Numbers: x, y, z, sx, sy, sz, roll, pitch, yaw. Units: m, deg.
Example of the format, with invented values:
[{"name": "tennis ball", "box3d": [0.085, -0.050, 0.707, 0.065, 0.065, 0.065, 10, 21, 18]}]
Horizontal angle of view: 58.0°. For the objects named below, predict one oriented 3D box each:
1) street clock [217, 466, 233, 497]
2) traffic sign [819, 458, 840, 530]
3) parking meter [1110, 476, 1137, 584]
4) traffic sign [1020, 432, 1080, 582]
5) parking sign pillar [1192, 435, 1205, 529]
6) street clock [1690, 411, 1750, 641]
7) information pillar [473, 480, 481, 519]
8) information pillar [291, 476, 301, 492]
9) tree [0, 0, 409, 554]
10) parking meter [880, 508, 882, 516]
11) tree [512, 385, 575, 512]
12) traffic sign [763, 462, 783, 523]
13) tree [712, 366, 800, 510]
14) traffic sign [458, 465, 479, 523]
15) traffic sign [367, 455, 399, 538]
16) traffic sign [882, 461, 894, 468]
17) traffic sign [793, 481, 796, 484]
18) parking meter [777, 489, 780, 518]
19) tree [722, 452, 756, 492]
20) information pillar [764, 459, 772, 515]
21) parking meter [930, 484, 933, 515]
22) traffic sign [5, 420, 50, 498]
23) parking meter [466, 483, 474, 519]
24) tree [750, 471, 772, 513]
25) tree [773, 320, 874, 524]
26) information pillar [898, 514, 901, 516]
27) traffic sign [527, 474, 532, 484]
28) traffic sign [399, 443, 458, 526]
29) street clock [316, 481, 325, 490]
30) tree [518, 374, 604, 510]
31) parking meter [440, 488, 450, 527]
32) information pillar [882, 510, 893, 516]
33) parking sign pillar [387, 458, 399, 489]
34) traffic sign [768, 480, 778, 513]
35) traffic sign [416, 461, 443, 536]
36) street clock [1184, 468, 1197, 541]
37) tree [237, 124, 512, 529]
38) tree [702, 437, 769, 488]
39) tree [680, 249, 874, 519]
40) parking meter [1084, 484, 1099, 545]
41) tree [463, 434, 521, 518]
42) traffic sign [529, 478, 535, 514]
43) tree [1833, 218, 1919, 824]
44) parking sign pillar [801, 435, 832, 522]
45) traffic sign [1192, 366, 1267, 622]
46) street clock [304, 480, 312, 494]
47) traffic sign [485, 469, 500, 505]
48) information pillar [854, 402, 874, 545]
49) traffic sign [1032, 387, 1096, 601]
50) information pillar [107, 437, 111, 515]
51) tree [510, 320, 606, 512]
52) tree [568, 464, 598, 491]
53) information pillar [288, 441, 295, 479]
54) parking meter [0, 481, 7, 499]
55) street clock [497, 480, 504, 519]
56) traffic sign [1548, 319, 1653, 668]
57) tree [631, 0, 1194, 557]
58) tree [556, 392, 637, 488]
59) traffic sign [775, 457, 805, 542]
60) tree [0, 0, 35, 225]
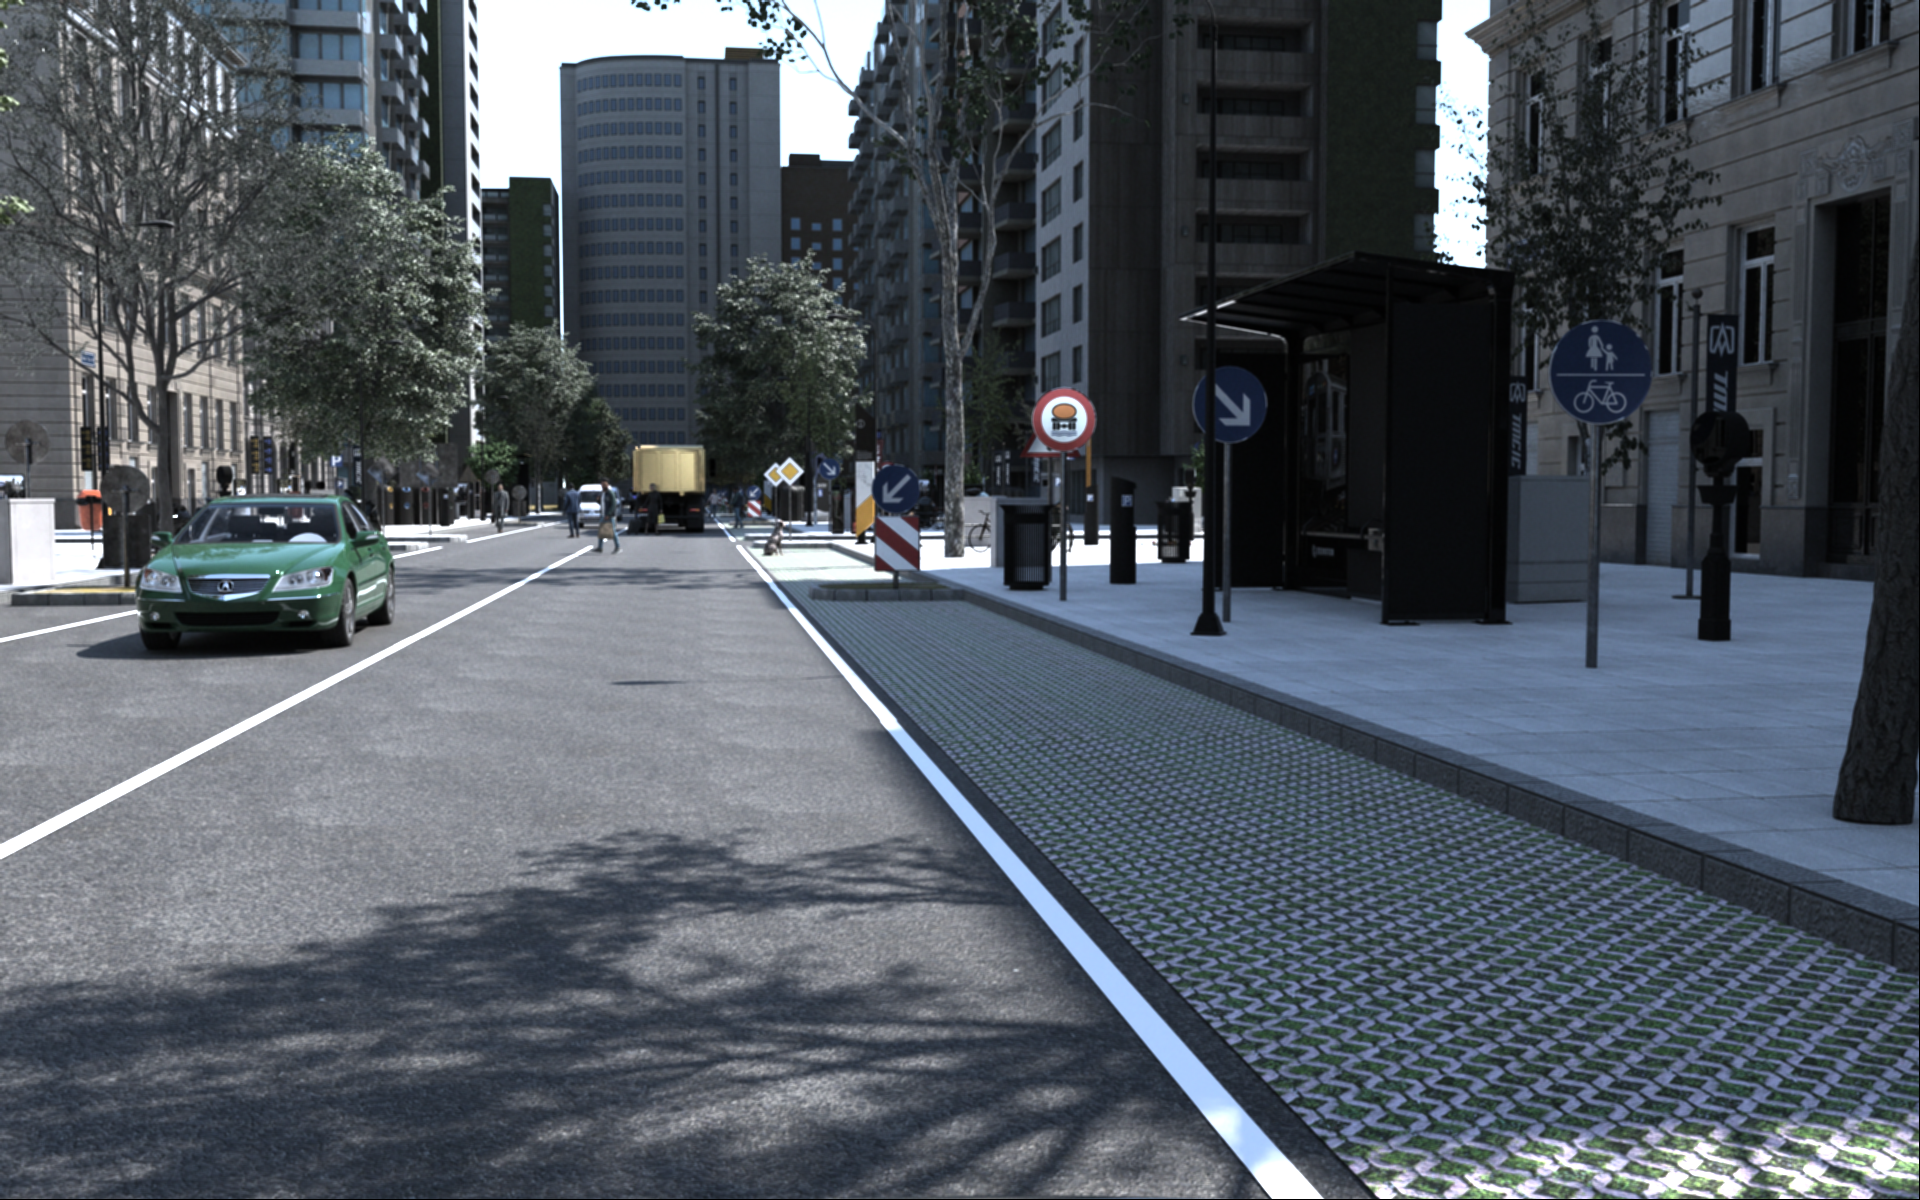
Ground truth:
[{"name": "street clock", "box3d": [-18.878, -2.443, 44.507, 0.471, 2.002, 0.358, 3, 5, 44]}, {"name": "traffic sign", "box3d": [-4.627, -3.757, 61.535, 0.768, 2.556, 0.104, 0, 4, -2]}, {"name": "parking meter", "box3d": [2.337, -1.003, 24.808, 0.372, 1.533, 0.369, 0, 3, 0]}, {"name": "traffic sign", "box3d": [1.304, -1.539, 25.162, 0.884, 2.594, 0.081, 0, 4, -2]}, {"name": "parking sign pillar", "box3d": [9.016, -4.616, 63.946, 1.447, 3.967, 1.447, 2, 4, 33]}, {"name": "street clock", "box3d": [6.624, -0.647, 15.152, 0.358, 2.002, 0.471, -1, 4, -20]}, {"name": "information pillar", "box3d": [-24.903, -5.186, 89.281, 0.304, 2.012, 0.304, -2, 4, -28]}, {"name": "information pillar", "box3d": [-26.916, -4.021, 70.241, 0.304, 2.012, 0.304, -1, 4, -11]}, {"name": "tree", "box3d": [-17.227, -7.739, 36.903, 12.009, 13.543, 11.850, 0, 3, 0]}, {"name": "parking meter", "box3d": [-3.876, -4.873, 88.090, 0.372, 1.533, 0.369, 0, 3, 0]}, {"name": "tree", "box3d": [-28.395, -10.225, 117.547, 4.360, 8.622, 3.978, 0, 3, 0]}, {"name": "traffic sign", "box3d": [-5.772, -3.099, 54.316, 0.795, 2.450, 0.064, -1, 4, -9]}, {"name": "tree", "box3d": [-15.882, -13.030, 138.787, 9.928, 11.665, 9.643, 0, 3, 0]}, {"name": "traffic sign", "box3d": [-21.823, -4.704, 76.915, 0.884, 2.594, 0.081, 0, 4, -7]}, {"name": "traffic sign", "box3d": [-14.933, -2.521, 44.853, 0.795, 2.450, 0.064, -1, 4, -9]}, {"name": "traffic sign", "box3d": [-2.818, -4.121, 67.481, 0.768, 2.556, 0.104, 0, 4, -5]}, {"name": "traffic sign", "box3d": [-10.358, -6.461, 105.740, 0.768, 2.556, 0.104, 0, 3, 0]}, {"name": "parking meter", "box3d": [-9.818, -5.250, 94.246, 0.372, 1.533, 0.369, 0, 3, 0]}, {"name": "tree", "box3d": [-22.422, -13.850, 176.812, 4.360, 8.622, 3.978, 0, 3, 0]}, {"name": "information pillar", "box3d": [-11.707, -6.982, 105.509, 0.504, 3.616, 0.183, -2, 4, -28]}, {"name": "parking meter", "box3d": [-1.650, -5.546, 96.383, 0.255, 1.863, 0.399, 0, 4, -7]}, {"name": "traffic sign", "box3d": [-16.011, -1.814, 29.758, 0.768, 2.556, 0.104, 0, 4, 0]}, {"name": "parking meter", "box3d": [-25.114, -5.080, 88.766, 0.399, 1.863, 0.255, -1, 4, -18]}, {"name": "tree", "box3d": [-13.671, -7.593, 118.753, 1.663, 3.219, 1.824, 0, 3, 0]}, {"name": "tree", "box3d": [-5.991, -7.545, 73.719, 4.737, 8.622, 4.395, 0, 3, 0]}, {"name": "information pillar", "box3d": [-2.531, -3.990, 69.724, 0.304, 2.012, 0.304, -2, 4, -24]}, {"name": "traffic sign", "box3d": [-26.797, -6.523, 106.762, 0.768, 2.556, 0.104, 0, 4, -8]}, {"name": "traffic sign", "box3d": [-21.182, -4.598, 69.046, 2.265, 3.308, 0.079, 0, 4, -7]}, {"name": "street clock", "box3d": [-36.058, -5.697, 97.723, 0.358, 2.002, 0.471, 1, 4, 18]}, {"name": "tree", "box3d": [-32.966, -13.283, 142.937, 9.928, 11.665, 9.643, 0, 3, 0]}, {"name": "parking meter", "box3d": [-20.316, -3.663, 68.305, 0.372, 1.533, 0.369, 0, 3, 0]}, {"name": "information pillar", "box3d": [-2.358, -3.214, 57.043, 0.304, 2.012, 0.304, 2, 4, 30]}, {"name": "parking sign pillar", "box3d": [-30.898, -6.496, 94.683, 1.447, 3.967, 1.447, -3, 5, -40]}, {"name": "traffic sign", "box3d": [-10.989, -6.091, 101.713, 0.606, 2.300, 0.079, 0, 4, 0]}, {"name": "traffic sign", "box3d": [-16.147, -3.003, 52.746, 0.795, 2.450, 0.064, -1, 4, -9]}, {"name": "street clock", "box3d": [6.302, -2.617, 47.366, 0.358, 2.002, 0.471, 1, 4, 20]}, {"name": "tree", "box3d": [-20.636, -9.398, 60.311, 9.857, 13.997, 8.962, 0, 3, 0]}, {"name": "tree", "box3d": [-26.254, -17.505, 203.211, 9.611, 12.733, 9.660, 0, 3, 0]}, {"name": "tree", "box3d": [-9.220, -11.175, 89.364, 9.857, 13.997, 8.962, 0, 3, 0]}, {"name": "parking meter", "box3d": [3.297, -2.142, 43.441, 0.372, 1.533, 0.369, 0, 3, 0]}, {"name": "tree", "box3d": [-25.504, -6.786, 94.671, 4.285, 4.588, 4.351, 0, 3, 0]}, {"name": "traffic sign", "box3d": [-27.887, -6.744, 112.392, 0.606, 2.300, 0.079, 0, 4, -7]}, {"name": "tree", "box3d": [3.864, -4.396, 6.285, 7.601, 10.594, 8.767, 3, 4, 36]}, {"name": "parking sign pillar", "box3d": [-6.590, -5.573, 79.595, 1.447, 3.967, 1.447, 2, 4, 32]}, {"name": "traffic sign", "box3d": [2.676, -1.052, 17.311, 0.768, 2.556, 0.104, -1, 4, -8]}, {"name": "street clock", "box3d": [-34.189, -5.279, 90.886, 0.358, 2.002, 0.471, 0, 4, -2]}, {"name": "traffic sign", "box3d": [-24.000, -5.432, 88.919, 0.768, 2.556, 0.104, 0, 4, -5]}, {"name": "information pillar", "box3d": [-2.422, -3.214, 43.911, 0.504, 3.616, 0.183, 1, 4, 15]}, {"name": "traffic sign", "box3d": [1.243, -1.265, 20.784, 0.768, 2.556, 0.104, 0, 4, 0]}, {"name": "information pillar", "box3d": [-30.371, -4.303, 61.704, 0.183, 3.616, 0.504, -1, 4, -14]}, {"name": "tree", "box3d": [-30.497, -13.338, 124.726, 9.857, 13.997, 8.962, 0, 3, 0]}, {"name": "tree", "box3d": [-36.964, -11.386, 169.881, 4.285, 4.588, 4.351, 0, 3, 0]}, {"name": "information pillar", "box3d": [-29.676, -5.236, 76.955, 0.183, 3.616, 0.504, 0, 4, 1]}, {"name": "parking meter", "box3d": [-18.023, -1.466, 32.380, 0.372, 1.533, 0.369, 0, 3, 0]}, {"name": "street clock", "box3d": [-23.944, -5.245, 90.324, 0.358, 2.002, 0.471, 0, 4, -1]}, {"name": "traffic sign", "box3d": [4.669, -0.772, 12.728, 0.768, 2.556, 0.104, 0, 4, -2]}, {"name": "tree", "box3d": [-1.205, -10.862, 33.483, 12.611, 20.169, 13.585, 0, 3, 0]}, {"name": "tree", "box3d": [-41.059, -17.013, 195.171, 9.611, 12.733, 9.660, 0, 3, 0]}, {"name": "traffic sign", "box3d": [-4.557, -2.617, 46.423, 0.795, 2.450, 0.064, -1, 4, -9]}, {"name": "tree", "box3d": [-13.197, -5.987, 16.019, 7.486, 12.596, 7.792, 0, 3, 0]}]
